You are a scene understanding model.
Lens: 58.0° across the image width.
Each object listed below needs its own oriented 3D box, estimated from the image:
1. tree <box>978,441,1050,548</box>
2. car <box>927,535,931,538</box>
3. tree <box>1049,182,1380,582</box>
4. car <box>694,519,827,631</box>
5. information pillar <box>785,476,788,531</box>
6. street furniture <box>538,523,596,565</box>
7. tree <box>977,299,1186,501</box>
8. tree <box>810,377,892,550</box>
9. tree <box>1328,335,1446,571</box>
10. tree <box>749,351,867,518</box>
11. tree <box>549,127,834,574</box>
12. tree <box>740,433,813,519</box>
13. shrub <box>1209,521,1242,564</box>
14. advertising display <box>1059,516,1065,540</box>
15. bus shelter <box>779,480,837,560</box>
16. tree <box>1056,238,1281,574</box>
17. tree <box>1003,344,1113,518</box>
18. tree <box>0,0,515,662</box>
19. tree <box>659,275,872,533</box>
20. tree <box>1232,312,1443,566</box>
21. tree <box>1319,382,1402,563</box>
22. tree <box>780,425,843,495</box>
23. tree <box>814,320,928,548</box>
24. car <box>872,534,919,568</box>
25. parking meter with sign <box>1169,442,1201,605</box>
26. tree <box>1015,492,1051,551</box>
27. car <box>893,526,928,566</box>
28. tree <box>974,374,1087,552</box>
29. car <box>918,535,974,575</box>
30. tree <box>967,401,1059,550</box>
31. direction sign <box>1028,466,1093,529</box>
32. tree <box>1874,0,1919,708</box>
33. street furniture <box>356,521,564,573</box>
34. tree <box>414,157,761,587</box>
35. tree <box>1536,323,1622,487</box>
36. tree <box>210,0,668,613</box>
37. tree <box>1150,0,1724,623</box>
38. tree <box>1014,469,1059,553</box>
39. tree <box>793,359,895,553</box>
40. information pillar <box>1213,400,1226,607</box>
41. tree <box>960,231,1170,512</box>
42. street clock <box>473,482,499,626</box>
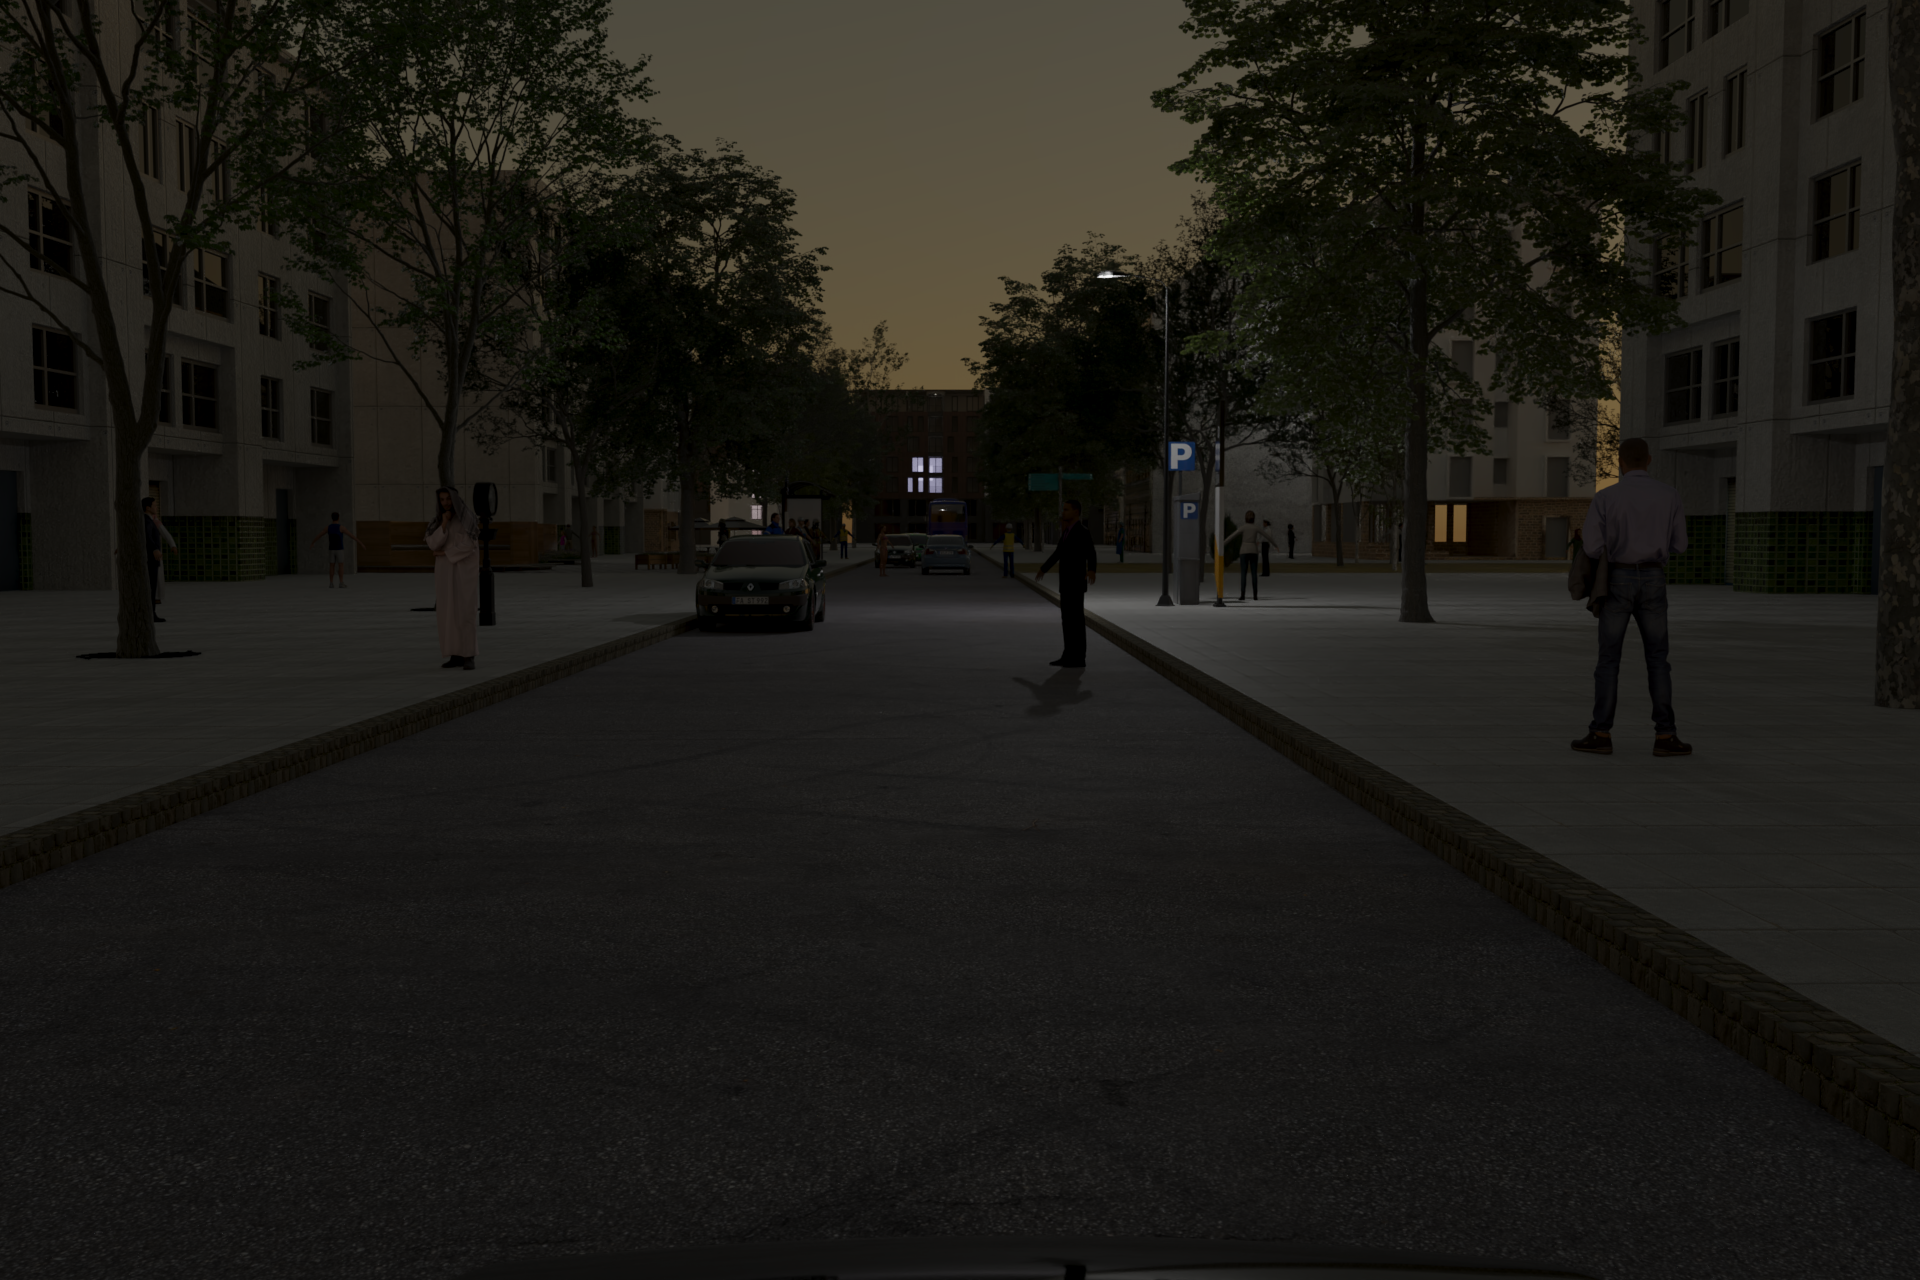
[{"bbox_3d":[6.112,-15.354,157.697,9.857,13.997,8.962,0,3,0],"label":"tree"},{"bbox_3d":[-2.199,-5.576,103.530,2.083,1.381,4.827,0,4,0],"label":"car"},{"bbox_3d":[6.439,-6.789,45.410,8.767,10.594,7.601,-1,4,-19],"label":"tree"},{"bbox_3d":[-3.032,-1.043,26.838,2.009,1.686,4.222,0,4,-1],"label":"car"},{"bbox_3d":[-6.481,-4.490,64.765,0.183,3.616,0.504,0,4,0],"label":"information pillar"},{"bbox_3d":[-18.870,-4.074,73.462,11.010,1.723,9.812,0,4,-7],"label":"street furniture"},{"bbox_3d":[5.883,-10.850,87.774,12.009,13.543,11.850,0,3,0],"label":"tree"},{"bbox_3d":[-9.841,-13.997,135.506,9.857,13.997,8.962,0,3,0],"label":"tree"},{"bbox_3d":[15.484,-6.738,60.529,4.360,8.622,3.978,0,3,0],"label":"tree"},{"bbox_3d":[-9.640,-11.540,106.813,7.486,12.596,7.792,0,3,0],"label":"tree"},{"bbox_3d":[-8.690,-9.105,55.528,9.857,13.997,8.962,0,3,0],"label":"tree"},{"bbox_3d":[-9.218,-8.703,92.662,4.360,8.622,3.978,0,3,0],"label":"tree"},{"bbox_3d":[11.511,-4.314,74.959,1.690,2.028,1.600,0,3,0],"label":"shrub"},{"bbox_3d":[3.744,-3.573,63.627,0.123,1.923,0.974,0,4,-1],"label":"advertising display"},{"bbox_3d":[-6.023,-4.547,68.267,2.014,3.302,5.546,0,4,-1],"label":"bus shelter"},{"bbox_3d":[6.525,-7.420,55.734,8.767,10.594,7.601,3,5,42],"label":"tree"},{"bbox_3d":[6.201,-11.297,102.841,7.486,12.596,7.792,0,3,0],"label":"tree"},{"bbox_3d":[-8.571,-5.632,17.842,9.928,11.665,9.643,0,3,0],"label":"tree"},{"bbox_3d":[-9.166,-10.388,80.219,12.009,13.543,11.850,0,3,0],"label":"tree"},{"bbox_3d":[15.101,-8.228,68.941,8.767,10.594,7.601,-1,4,-10],"label":"tree"},{"bbox_3d":[17.626,-7.707,76.372,4.737,8.622,4.395,0,3,0],"label":"tree"},{"bbox_3d":[-8.919,-9.066,98.586,4.737,8.622,4.395,0,3,0],"label":"tree"},{"bbox_3d":[-9.063,-18.248,154.239,12.611,20.169,13.585,0,3,0],"label":"tree"},{"bbox_3d":[-2.754,-3.943,74.254,2.009,1.686,4.222,0,4,-1],"label":"car"},{"bbox_3d":[4.164,-2.184,31.976,0.543,3.016,1.738,0,3,0],"label":"parking meter with sign"},{"bbox_3d":[5.475,-11.238,134.099,4.737,8.622,4.395,0,3,0],"label":"tree"},{"bbox_3d":[-2.157,-4.332,79.619,1.959,1.807,4.718,0,4,-1],"label":"car"},{"bbox_3d":[5.720,-13.400,125.738,9.857,13.997,8.962,0,3,0],"label":"tree"},{"bbox_3d":[-0.501,-3.063,62.084,2.014,1.417,4.499,0,4,0],"label":"car"},{"bbox_3d":[5.549,-14.379,141.748,9.857,13.997,8.962,0,3,0],"label":"tree"},{"bbox_3d":[3.967,-4.831,67.755,2.525,3.948,1.411,0,4,-1],"label":"direction sign"},{"bbox_3d":[6.035,-9.498,11.185,12.611,20.169,13.585,0,3,0],"label":"tree"},{"bbox_3d":[-18.577,-3.340,61.463,11.010,1.723,9.812,1,4,13],"label":"street furniture"},{"bbox_3d":[-9.055,-6.573,41.884,8.767,10.594,7.601,-1,4,-12],"label":"tree"},{"bbox_3d":[28.243,-8.337,70.727,8.767,10.594,7.601,0,4,-6],"label":"tree"},{"bbox_3d":[-8.410,-6.284,28.500,9.928,11.665,9.643,0,3,0],"label":"tree"},{"bbox_3d":[6.564,-6.505,24.487,7.486,12.596,7.792,0,3,0],"label":"tree"},{"bbox_3d":[5.479,-10.087,115.287,4.737,8.622,4.395,0,3,0],"label":"tree"},{"bbox_3d":[-9.709,-12.854,120.539,12.009,13.543,11.850,0,3,0],"label":"tree"},{"bbox_3d":[4.571,-2.393,30.486,0.183,3.616,0.504,0,4,-1],"label":"information pillar"},{"bbox_3d":[4.742,-10.278,74.702,9.857,13.997,8.962,0,3,0],"label":"tree"},{"bbox_3d":[-6.620,-1.201,24.206,0.358,2.002,0.471,0,4,0],"label":"street clock"}]
